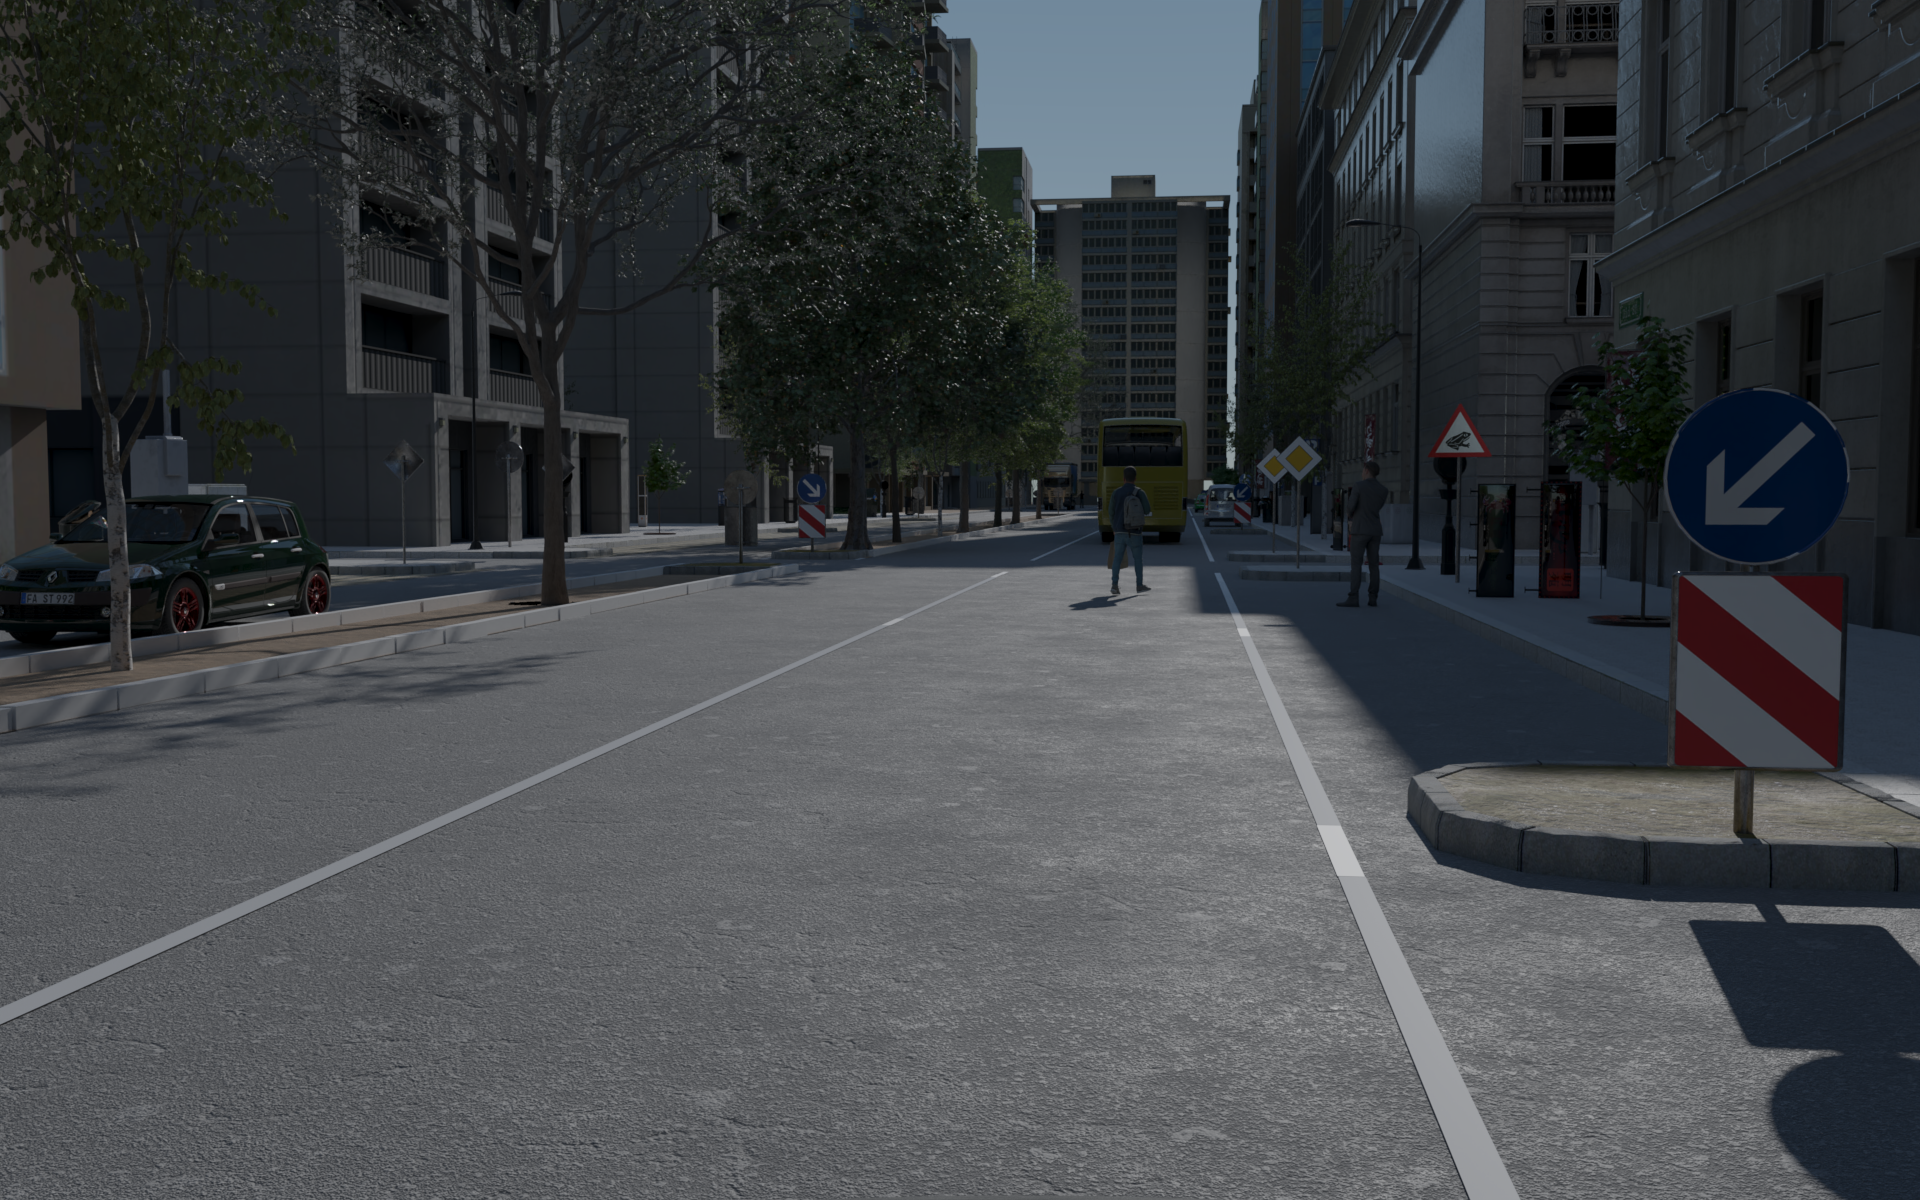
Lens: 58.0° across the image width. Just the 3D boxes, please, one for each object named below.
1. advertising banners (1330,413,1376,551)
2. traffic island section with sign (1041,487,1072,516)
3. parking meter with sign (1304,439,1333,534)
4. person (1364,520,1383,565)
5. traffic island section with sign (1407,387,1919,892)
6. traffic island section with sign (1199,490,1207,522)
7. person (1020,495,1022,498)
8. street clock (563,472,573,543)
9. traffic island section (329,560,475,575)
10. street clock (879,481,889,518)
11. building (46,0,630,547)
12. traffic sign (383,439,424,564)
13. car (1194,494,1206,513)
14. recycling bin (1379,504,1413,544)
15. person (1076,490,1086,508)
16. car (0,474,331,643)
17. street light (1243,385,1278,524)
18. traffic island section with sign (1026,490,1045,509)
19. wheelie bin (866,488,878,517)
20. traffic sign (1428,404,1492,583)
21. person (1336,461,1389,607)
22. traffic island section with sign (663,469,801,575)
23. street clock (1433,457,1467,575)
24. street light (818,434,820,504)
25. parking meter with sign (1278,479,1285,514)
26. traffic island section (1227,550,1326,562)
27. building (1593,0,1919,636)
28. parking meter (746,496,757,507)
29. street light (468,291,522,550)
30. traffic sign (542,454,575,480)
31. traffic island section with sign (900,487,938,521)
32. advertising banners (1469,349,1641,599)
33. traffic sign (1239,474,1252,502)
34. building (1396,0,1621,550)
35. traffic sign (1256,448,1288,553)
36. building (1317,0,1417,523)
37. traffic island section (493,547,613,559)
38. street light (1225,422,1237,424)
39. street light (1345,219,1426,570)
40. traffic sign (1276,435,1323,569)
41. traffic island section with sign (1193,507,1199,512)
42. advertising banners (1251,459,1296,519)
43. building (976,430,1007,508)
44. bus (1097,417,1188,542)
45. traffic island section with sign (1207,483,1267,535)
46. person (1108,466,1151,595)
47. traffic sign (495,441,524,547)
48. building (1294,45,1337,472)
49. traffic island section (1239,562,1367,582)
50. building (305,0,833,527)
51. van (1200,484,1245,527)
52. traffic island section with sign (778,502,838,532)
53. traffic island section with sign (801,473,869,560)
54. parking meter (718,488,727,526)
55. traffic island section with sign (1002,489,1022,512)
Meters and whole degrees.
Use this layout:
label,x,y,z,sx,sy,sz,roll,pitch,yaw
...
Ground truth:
label,x,y,z,sx,sy,sz,roll,pitch,yaw
advertising banners,8.745,-2.589,38.522,0.090,3.025,2.074,-1,4,-13
traffic island section with sign,6.378,-6.430,113.263,2.006,1.907,1.989,0,4,7
parking meter with sign,11.668,-3.633,55.658,0.543,3.016,1.738,3,4,37
person,8.139,-1.578,34.315,0.388,1.821,0.555,3,4,38
traffic island section with sign,2.959,0.085,7.244,1.989,1.847,2.006,0,4,7
traffic island section with sign,13.532,-4.956,89.658,1.989,1.847,2.006,0,4,7
person,4.990,-8.254,144.930,0.593,1.643,0.415,3,5,41
street clock,-10.448,-2.515,45.687,0.471,2.002,0.358,-1,4,-14
traffic island section,-10.262,-0.590,31.934,2.009,0.180,2.903,0,4,7
street clock,-4.085,-5.429,93.330,0.471,2.002,0.358,-2,4,-33
building,-21.500,-37.497,51.322,20.563,71.187,20.611,0,4,7
traffic sign,-10.237,-1.726,31.869,0.795,2.450,0.064,0,4,7
car,18.981,-7.626,133.488,1.959,1.807,4.718,0,4,8
recycling bin,11.208,-1.957,44.551,0.722,1.027,0.722,-1,4,-19
person,12.370,-10.215,175.531,1.348,1.822,0.705,2,4,30
car,-8.080,-0.491,17.821,2.009,1.686,4.222,0,4,7
street light,12.913,-6.177,73.534,1.470,5.913,1.316,0,4,7
traffic island section with sign,7.458,-9.716,167.485,1.989,1.847,2.006,0,4,7
wheelie bin,-4.982,-5.404,96.261,0.980,1.594,0.693,2,4,29
traffic sign,7.204,-1.529,25.006,0.884,2.594,0.081,1,4,15
person,5.125,-0.845,22.128,0.655,1.846,0.447,-2,4,-24
traffic island section with sign,-4.126,-1.422,31.386,2.006,1.907,1.989,0,4,7
street clock,7.756,-1.400,27.463,0.471,2.002,0.358,0,4,-3
street light,-5.803,-6.419,77.484,1.470,5.913,1.316,0,4,7
parking meter with sign,15.159,-5.232,81.802,0.543,3.016,1.738,1,4,13
traffic island section,6.864,-0.949,37.790,2.009,0.180,2.903,0,4,7
building,15.167,-13.910,3.850,17.030,29.872,44.131,0,4,7
parking meter,-7.839,-3.624,64.967,0.399,1.863,0.255,3,5,43
street light,-10.649,-4.113,39.789,1.470,5.913,1.316,0,4,7
traffic sign,-9.221,-2.211,39.789,0.795,2.450,0.064,0,4,7
traffic island section with sign,-2.213,-5.100,92.016,1.989,1.847,2.006,0,4,7
advertising banners,7.335,-1.530,21.209,2.074,3.025,0.090,1,4,14
traffic sign,17.888,-6.635,108.591,0.768,2.556,0.104,1,4,10
building,24.011,-12.331,43.418,24.055,21.916,13.314,0,4,7
traffic sign,6.839,-2.084,37.716,0.795,2.450,0.064,0,4,7
building,23.932,-14.557,71.288,16.112,22.955,30.059,0,4,7
traffic island section,-9.246,-1.075,39.854,2.009,0.180,2.903,0,4,7
street light,17.779,-8.513,111.722,1.470,5.913,1.316,0,4,7
street light,7.218,-3.477,29.388,1.470,5.913,1.316,0,4,7
traffic sign,5.823,-1.600,29.796,0.795,2.450,0.064,0,4,7
traffic island section with sign,23.359,-9.646,166.334,1.989,1.847,2.006,0,4,7
advertising banners,15.691,-5.515,86.350,2.074,3.025,0.090,1,4,23
building,-10.985,-20.273,176.500,28.899,21.520,27.650,0,4,7
bus,5.666,-3.845,54.414,2.896,3.916,12.252,0,4,5
traffic island section with sign,9.999,-3.276,62.190,1.989,1.847,2.006,0,4,7
person,2.354,-0.984,24.577,0.794,1.824,0.713,3,5,41
traffic sign,-10.868,-2.547,41.745,0.768,2.556,0.104,1,4,14
building,26.884,-18.651,98.455,14.314,27.812,24.014,0,4,7
traffic island section,5.848,-0.464,29.870,2.009,0.180,2.903,0,4,7
building,-17.264,-39.517,84.362,20.563,71.187,20.611,0,4,7
van,11.703,-4.290,77.150,2.013,2.044,4.112,0,4,8
traffic island section with sign,-5.677,-3.456,65.140,1.989,1.847,2.006,0,4,7
traffic island section with sign,-3.174,-1.871,38.732,2.006,1.907,1.989,0,4,7
parking meter,-9.569,-3.757,69.842,0.372,1.533,0.369,0,3,0
traffic island section with sign,4.037,-8.081,140.747,1.989,1.847,2.006,0,4,7
